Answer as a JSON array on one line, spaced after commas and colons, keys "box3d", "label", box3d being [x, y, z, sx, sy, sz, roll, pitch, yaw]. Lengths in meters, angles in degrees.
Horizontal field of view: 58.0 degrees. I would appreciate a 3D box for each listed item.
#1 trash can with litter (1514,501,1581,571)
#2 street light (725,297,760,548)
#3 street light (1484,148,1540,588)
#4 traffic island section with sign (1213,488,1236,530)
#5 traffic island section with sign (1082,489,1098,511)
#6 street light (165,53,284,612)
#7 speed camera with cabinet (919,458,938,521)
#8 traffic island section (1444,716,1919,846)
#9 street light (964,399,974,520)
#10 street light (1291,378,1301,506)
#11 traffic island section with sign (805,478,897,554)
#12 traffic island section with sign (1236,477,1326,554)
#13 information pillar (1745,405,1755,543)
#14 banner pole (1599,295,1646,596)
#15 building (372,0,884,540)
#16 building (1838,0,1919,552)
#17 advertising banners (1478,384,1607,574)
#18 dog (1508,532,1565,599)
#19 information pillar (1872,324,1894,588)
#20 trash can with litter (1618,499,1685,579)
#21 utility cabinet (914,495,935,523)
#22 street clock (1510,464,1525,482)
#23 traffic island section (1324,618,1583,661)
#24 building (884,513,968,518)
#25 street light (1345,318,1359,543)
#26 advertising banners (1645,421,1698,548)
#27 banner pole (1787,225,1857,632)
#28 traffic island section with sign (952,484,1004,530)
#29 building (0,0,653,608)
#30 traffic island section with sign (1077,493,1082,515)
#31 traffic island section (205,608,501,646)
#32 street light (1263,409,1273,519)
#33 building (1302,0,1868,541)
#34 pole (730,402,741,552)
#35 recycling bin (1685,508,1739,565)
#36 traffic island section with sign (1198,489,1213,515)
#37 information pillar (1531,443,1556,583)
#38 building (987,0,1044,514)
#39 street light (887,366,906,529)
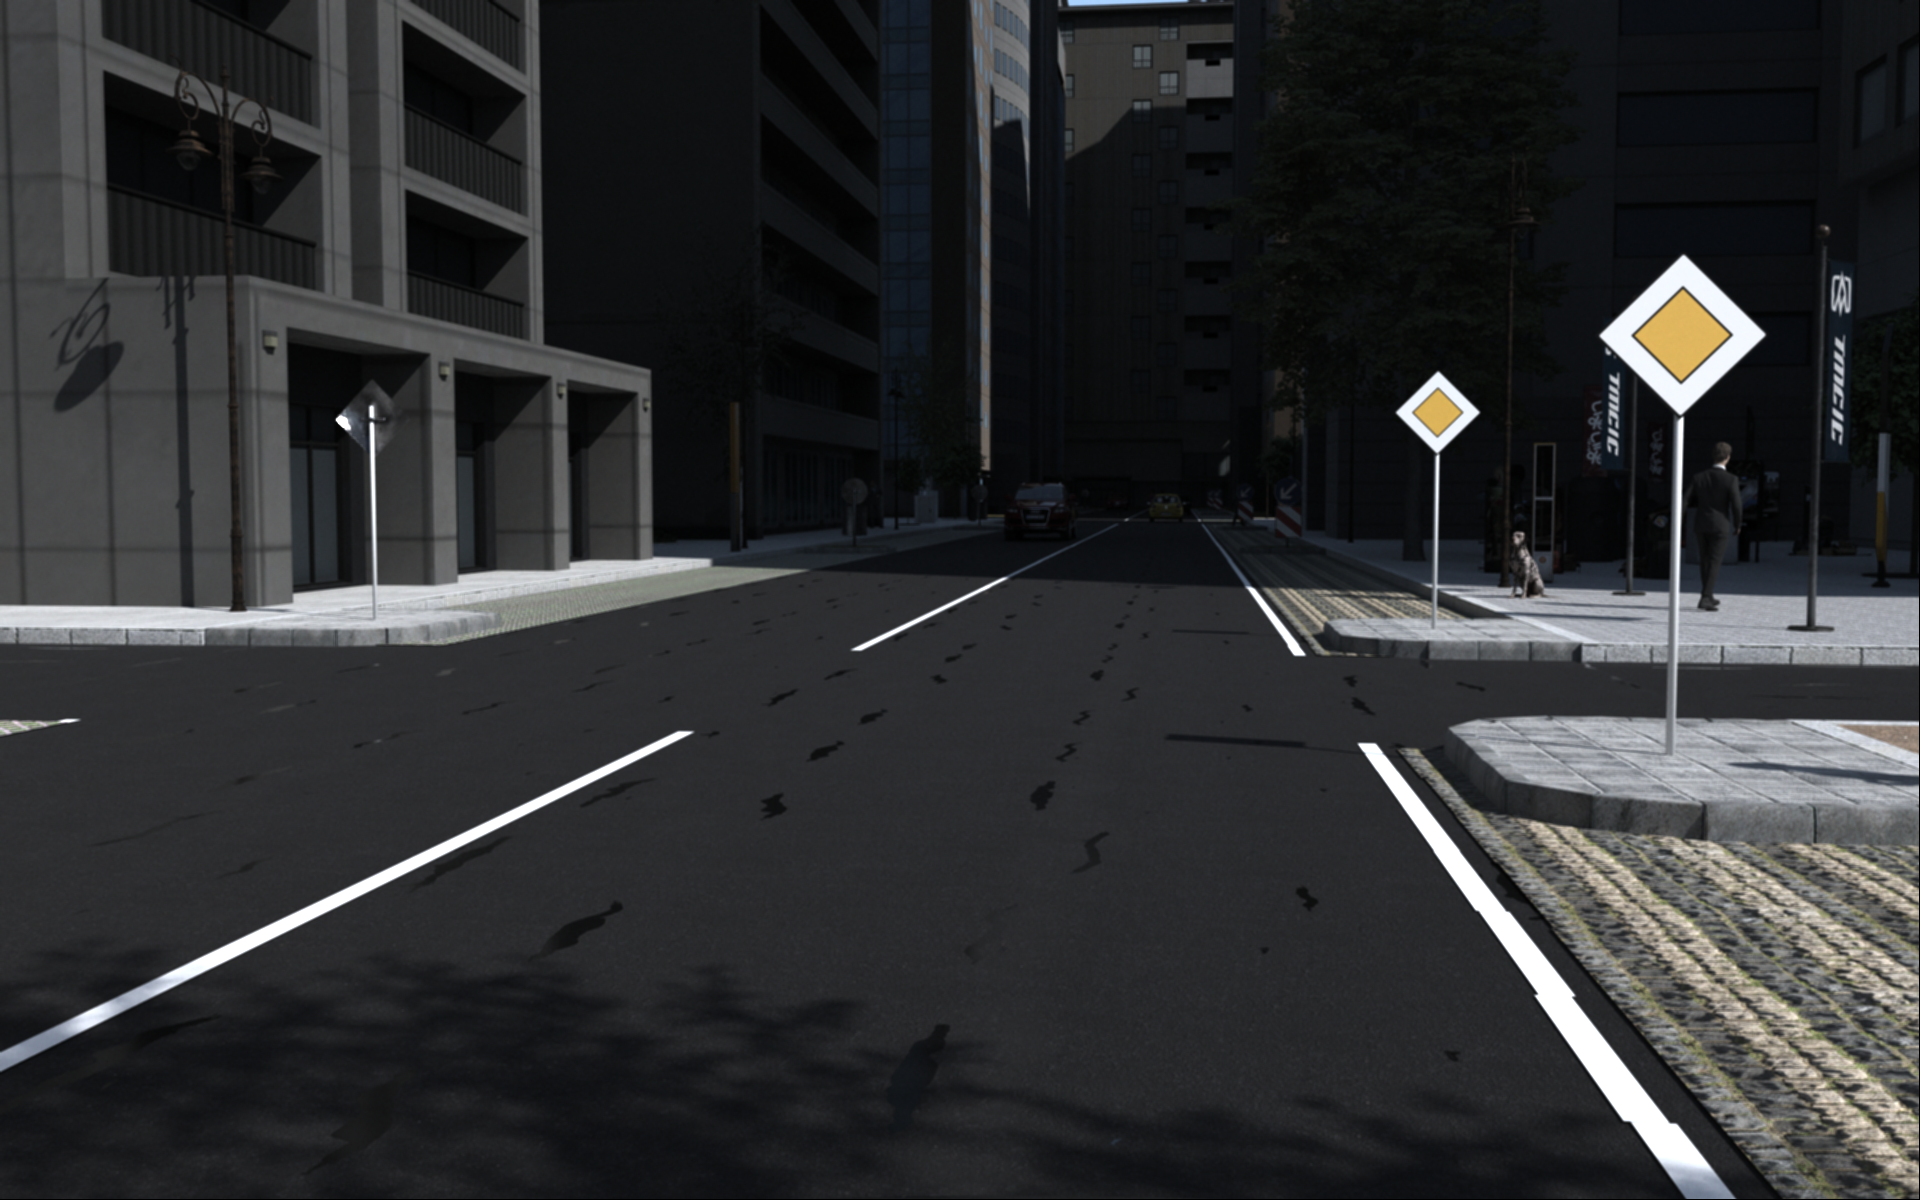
[{"box3d": [9.765, -1.064, 28.791, 1.055, 1.170, 0.624, -2, 4, -26], "label": "trash can with litter"}, {"box3d": [-5.087, -4.156, 40.738, 0.468, 5.910, 1.993, 0, 4, 7], "label": "street light"}, {"box3d": [7.474, -3.107, 23.594, 0.468, 5.910, 1.993, 0, 4, 7], "label": "street light"}, {"box3d": [11.205, -3.682, 68.827, 1.989, 1.847, 2.006, 0, 4, 7], "label": "traffic island section with sign"}, {"box3d": [10.655, -8.427, 146.411, 1.989, 1.847, 2.006, 0, 4, 7], "label": "traffic island section with sign"}, {"box3d": [-7.898, -2.813, 18.774, 0.468, 5.910, 1.993, 0, 4, 7], "label": "street light"}, {"box3d": [-1.516, -5.445, 83.356, 0.660, 3.252, 2.038, -1, 4, -12], "label": "speed camera with cabinet"}, {"box3d": [3.530, 0.843, 8.495, 2.009, 0.180, 2.903, 0, 4, 7], "label": "traffic island section"}, {"box3d": [0.463, -6.843, 84.676, 0.468, 5.910, 1.993, 0, 4, 7], "label": "street light"}, {"box3d": [13.122, -5.826, 68.039, 0.468, 5.910, 1.993, 0, 4, 7], "label": "street light"}, {"box3d": [-2.601, -2.049, 42.125, 1.989, 1.847, 2.006, 0, 4, 7], "label": "traffic island section with sign"}, {"box3d": [7.771, -2.031, 41.834, 1.989, 1.847, 2.006, 0, 4, 7], "label": "traffic island section with sign"}, {"box3d": [20.795, -3.320, 45.640, 0.183, 3.616, 0.504, 3, 5, 39], "label": "information pillar"}, {"box3d": [8.326, -1.945, 21.817, 0.863, 3.779, 0.401, -2, 4, -33], "label": "banner pole"}, {"box3d": [-14.935, -26.601, 58.621, 21.300, 48.544, 21.600, 0, 4, 7], "label": "building"}, {"box3d": [32.238, -26.692, 25.647, 27.495, 52.752, 28.713, 0, 4, 7], "label": "building"}, {"box3d": [9.441, -1.935, 27.831, 2.074, 3.025, 0.090, 1, 4, 15], "label": "advertising banners"}, {"box3d": [7.122, -0.429, 21.395, 0.800, 0.831, 0.513, 0, 4, 1], "label": "dog"}, {"box3d": [12.675, -1.981, 23.746, 0.183, 3.616, 0.504, 2, 4, 35], "label": "information pillar"}, {"box3d": [10.475, -0.915, 26.347, 0.624, 1.170, 1.055, -2, 4, -23], "label": "trash can with litter"}, {"box3d": [-1.537, -3.971, 76.083, 0.306, 1.237, 1.020, 3, 5, 44], "label": "utility cabinet"}, {"box3d": [13.474, -2.312, 42.372, 0.358, 2.002, 0.471, -2, 4, -30], "label": "street clock"}, {"box3d": [4.536, 0.359, 16.417, 2.009, 0.180, 2.903, 0, 4, 7], "label": "traffic island section"}, {"box3d": [-5.644, -27.512, 99.928, 14.600, 45.320, 14.200, 0, 4, 7], "label": "building"}, {"box3d": [10.317, -4.451, 45.555, 0.468, 5.910, 1.993, 0, 4, 7], "label": "street light"}, {"box3d": [17.336, -2.750, 41.156, 2.074, 3.025, 0.090, 1, 4, 16], "label": "advertising banners"}, {"box3d": [8.207, -1.611, 16.353, 0.863, 3.779, 0.401, -3, 4, -37], "label": "banner pole"}, {"box3d": [0.802, -3.684, 68.865, 1.989, 1.847, 2.006, 0, 4, 7], "label": "traffic island section with sign"}, {"box3d": [-16.764, -36.124, 28.878, 20.563, 71.187, 20.611, 0, 4, 7], "label": "building"}, {"box3d": [7.206, -6.769, 119.296, 1.989, 1.847, 2.006, 0, 4, 7], "label": "traffic island section with sign"}, {"box3d": [-6.021, 0.277, 17.757, 2.009, 0.180, 2.903, 0, 4, 7], "label": "traffic island section"}, {"box3d": [16.016, -7.182, 90.209, 0.468, 5.910, 1.993, 0, 4, 7], "label": "street light"}, {"box3d": [22.826, -31.667, 59.748, 21.231, 58.520, 28.212, 0, 4, 7], "label": "building"}, {"box3d": [-5.001, -2.731, 38.503, 0.158, 3.312, 0.155, 0, 3, 0], "label": "pole"}, {"box3d": [13.747, -1.169, 31.661, 0.722, 1.027, 0.722, 0, 4, 4], "label": "recycling bin"}, {"box3d": [17.478, -6.707, 118.281, 1.989, 1.847, 2.006, 0, 4, 7], "label": "traffic island section with sign"}, {"box3d": [8.410, -1.252, 24.969, 0.304, 2.012, 0.304, 1, 4, 17], "label": "information pillar"}, {"box3d": [-5.691, -35.419, 121.098, 21.231, 58.520, 28.212, 0, 4, 7], "label": "building"}, {"box3d": [-2.306, -5.500, 62.706, 0.468, 5.910, 1.993, 0, 4, 7], "label": "street light"}]
